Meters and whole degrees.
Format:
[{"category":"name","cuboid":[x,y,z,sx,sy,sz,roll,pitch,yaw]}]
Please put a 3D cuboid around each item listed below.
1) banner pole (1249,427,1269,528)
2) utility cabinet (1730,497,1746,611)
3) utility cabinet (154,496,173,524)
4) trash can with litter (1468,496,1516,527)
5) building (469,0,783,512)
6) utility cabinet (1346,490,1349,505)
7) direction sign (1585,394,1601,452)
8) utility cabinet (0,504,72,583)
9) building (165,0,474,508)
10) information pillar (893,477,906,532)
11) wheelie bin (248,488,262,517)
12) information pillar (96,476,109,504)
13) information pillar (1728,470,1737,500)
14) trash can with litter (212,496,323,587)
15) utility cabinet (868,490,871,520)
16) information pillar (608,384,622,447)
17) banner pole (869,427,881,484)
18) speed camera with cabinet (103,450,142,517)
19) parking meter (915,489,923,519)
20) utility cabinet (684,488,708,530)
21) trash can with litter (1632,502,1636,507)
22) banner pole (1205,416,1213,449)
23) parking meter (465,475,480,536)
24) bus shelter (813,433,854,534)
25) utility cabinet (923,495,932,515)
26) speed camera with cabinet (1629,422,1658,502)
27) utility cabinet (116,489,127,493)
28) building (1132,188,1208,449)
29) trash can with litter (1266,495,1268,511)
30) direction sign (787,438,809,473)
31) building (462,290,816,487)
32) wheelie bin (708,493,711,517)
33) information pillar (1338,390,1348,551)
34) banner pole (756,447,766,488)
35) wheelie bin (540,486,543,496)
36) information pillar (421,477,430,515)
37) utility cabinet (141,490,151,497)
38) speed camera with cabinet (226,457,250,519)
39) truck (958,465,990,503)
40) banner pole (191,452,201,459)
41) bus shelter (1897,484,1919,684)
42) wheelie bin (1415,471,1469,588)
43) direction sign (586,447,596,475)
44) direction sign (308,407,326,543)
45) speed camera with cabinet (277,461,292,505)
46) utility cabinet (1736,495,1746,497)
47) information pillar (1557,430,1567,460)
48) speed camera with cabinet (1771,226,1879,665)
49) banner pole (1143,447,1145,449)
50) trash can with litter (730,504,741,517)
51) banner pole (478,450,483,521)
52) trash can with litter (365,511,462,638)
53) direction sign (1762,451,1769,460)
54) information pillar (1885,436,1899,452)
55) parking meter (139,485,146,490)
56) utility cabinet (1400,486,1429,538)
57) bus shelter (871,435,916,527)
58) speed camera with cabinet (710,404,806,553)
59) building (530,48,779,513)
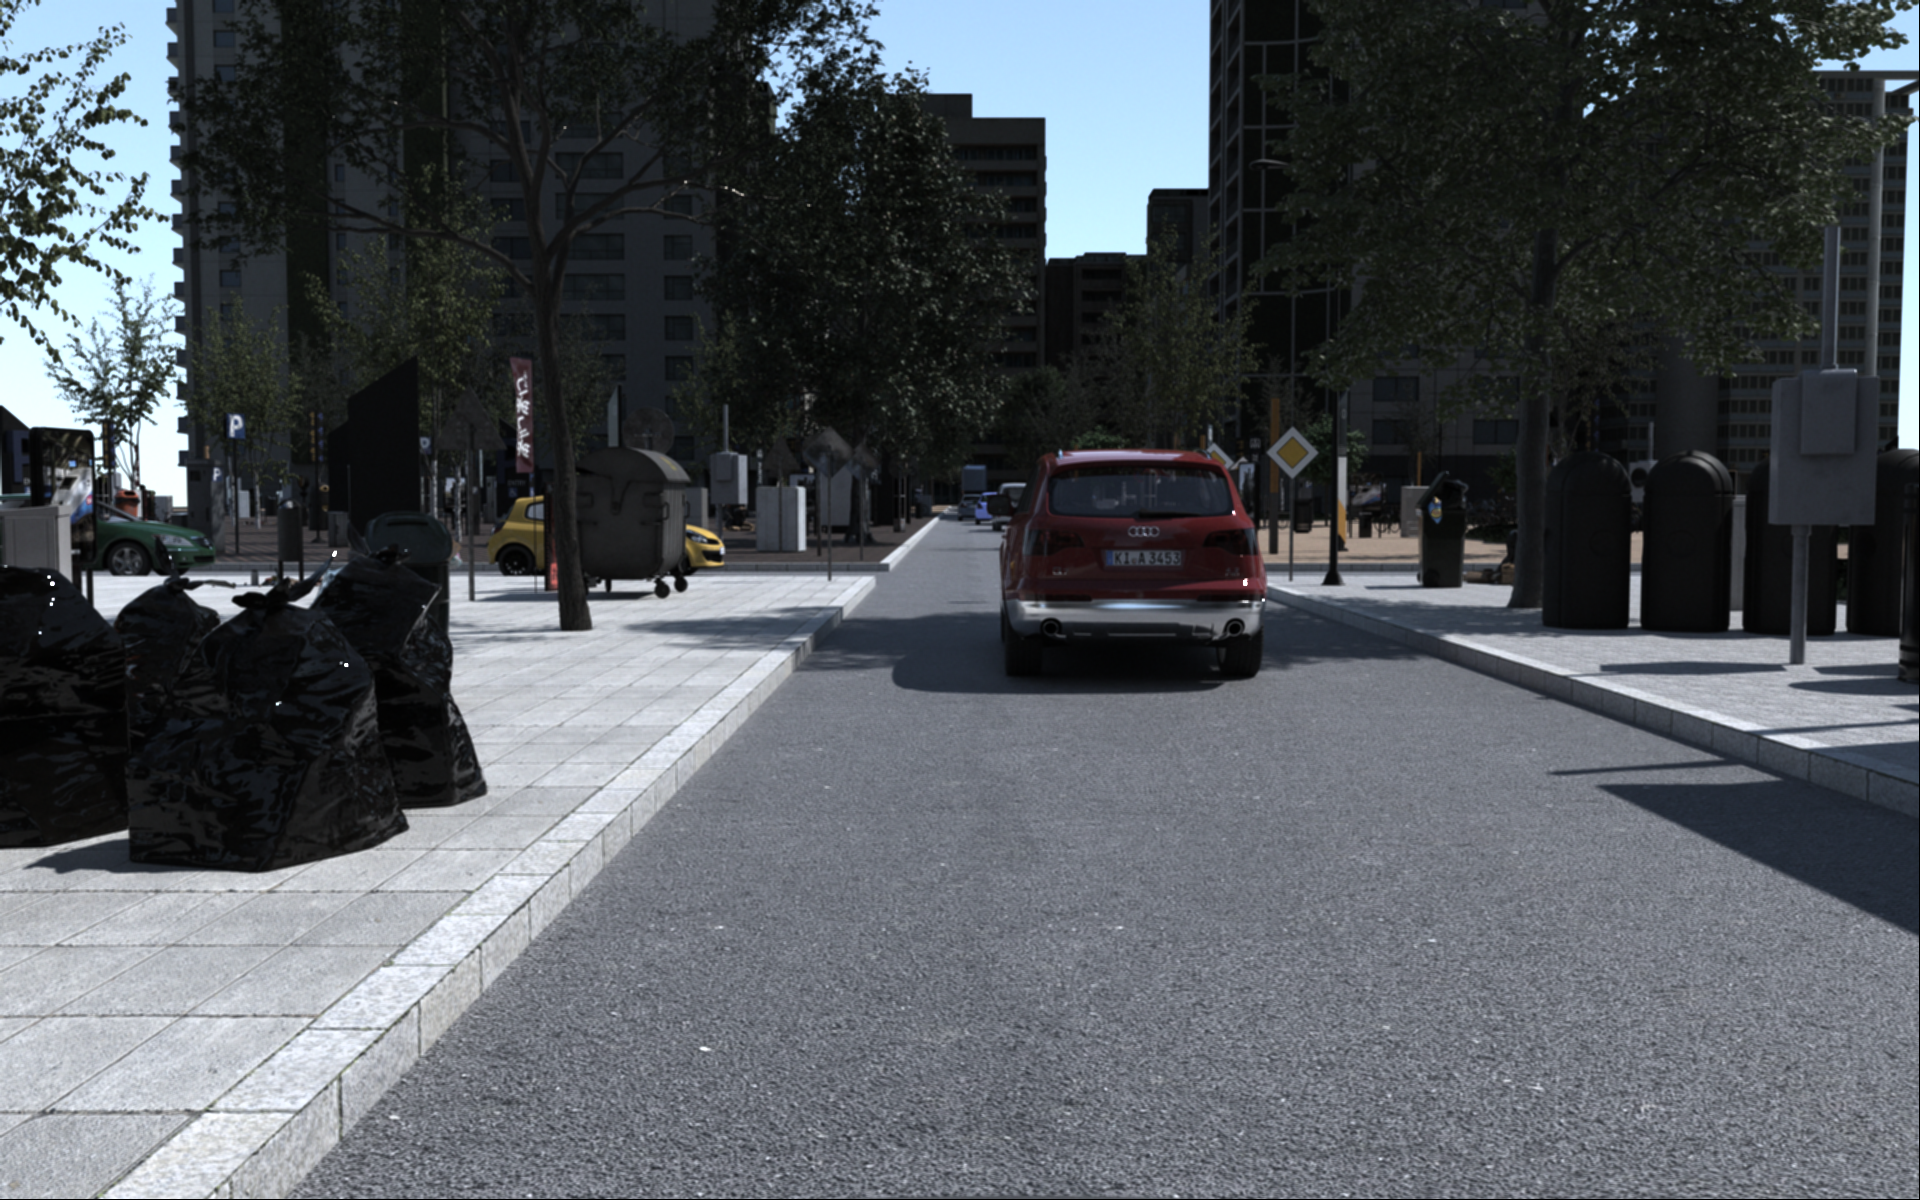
[{"category":"banner pole","cuboid":[11.250,-4.594,65.131,0.863,3.779,0.401,1,4,20]},{"category":"utility cabinet","cuboid":[8.874,-0.496,19.266,1.020,1.237,0.306,-1,4,-19]},{"category":"utility cabinet","cuboid":[-34.734,-3.937,75.538,1.020,1.237,0.306,3,4,36]},{"category":"trash can with litter","cuboid":[20.783,-3.409,66.797,2.233,1.210,1.678,2,4,25]},{"category":"building","cuboid":[-24.371,-42.440,132.138,20.563,71.187,20.611,0,4,0]},{"category":"utility cabinet","cuboid":[21.232,-5.224,94.092,0.318,1.500,1.173,-1,4,-22]},{"category":"direction sign","cuboid":[14.440,-2.910,39.582,0.379,3.537,0.876,0,4,1]},{"category":"utility cabinet","cuboid":[-5.362,0.066,10.084,0.306,1.237,1.020,-2,4,-24]},{"category":"building","cuboid":[-57.240,-37.947,162.435,28.212,58.520,21.231,0,4,0]},{"category":"information pillar","cuboid":[-2.039,-3.291,58.306,0.304,2.012,0.304,-3,5,-41]},{"category":"wheelie bin","cuboid":[-39.636,-5.466,97.277,0.693,1.594,0.980,2,4,24]},{"category":"information pillar","cuboid":[-35.183,-4.077,71.147,0.304,2.012,0.304,1,4,18]},{"category":"information pillar","cuboid":[23.792,-3.002,53.579,0.304,2.012,0.304,0,4,0]},{"category":"trash can with litter","cuboid":[-9.183,-0.797,24.082,2.233,1.210,1.678,3,4,36]},{"category":"utility cabinet","cuboid":[-3.931,-4.560,83.228,0.318,1.500,1.173,-3,5,-42]},{"category":"information pillar","cuboid":[-7.372,-2.797,37.089,0.183,3.616,0.504,-3,4,-38]},{"category":"banner pole","cuboid":[-2.832,-3.960,54.758,0.863,3.779,0.401,-2,4,-35]},{"category":"speed camera with cabinet","cuboid":[-35.360,-4.811,72.996,0.660,3.252,2.038,0,4,7]},{"category":"parking meter","cuboid":[-2.140,-5.014,90.388,0.372,1.533,0.369,0,3,0]},{"category":"utility cabinet","cuboid":[-9.342,-3.189,60.822,1.173,1.500,0.318,3,5,41]},{"category":"trash can with litter","cuboid":[42.036,-5.926,108.277,0.624,1.170,1.055,2,4,27]},{"category":"banner pole","cuboid":[7.876,-3.966,54.861,0.401,3.779,0.863,2,4,24]},{"category":"parking meter","cuboid":[-15.086,-2.929,53.603,0.255,1.863,0.399,2,4,30]},{"category":"bus shelter","cuboid":[-3.995,-3.965,58.759,2.014,3.302,5.546,0,3,0]},{"category":"utility cabinet","cuboid":[-2.262,-5.905,107.716,1.020,1.237,0.306,2,4,26]},{"category":"speed camera with cabinet","cuboid":[18.494,-3.296,48.220,0.660,3.252,2.038,-2,4,-31]},{"category":"utility cabinet","cuboid":[-34.028,-3.770,70.311,0.318,1.500,1.173,-1,4,-20]},{"category":"building","cuboid":[24.640,-24.120,166.057,14.160,30.474,14.107,0,4,0]},{"category":"trash can with litter","cuboid":[16.699,-5.128,94.892,1.678,1.210,2.233,0,4,4]},{"category":"direction sign","cuboid":[-6.517,-4.753,69.708,0.876,3.537,0.379,0,4,-1]},{"category":"building","cuboid":[-27.652,-19.295,160.506,28.899,21.520,27.650,0,4,0]},{"category":"wheelie bin","cuboid":[-14.418,-5.464,97.241,0.980,1.594,0.693,-3,4,-38]},{"category":"information pillar","cuboid":[8.484,-2.895,38.694,0.183,3.616,0.504,3,5,45]},{"category":"banner pole","cuboid":[-9.353,-5.620,81.901,0.401,3.779,0.863,2,4,33]},{"category":"wheelie bin","cuboid":[-16.082,-3.676,68.012,0.980,1.594,0.693,-2,4,-26]},{"category":"information pillar","cuboid":[-22.945,-4.278,74.432,0.304,2.012,0.304,-2,4,-30]},{"category":"utility cabinet","cuboid":[-40.644,-4.733,86.069,1.173,1.500,0.318,3,4,36]},{"category":"speed camera with cabinet","cuboid":[-38.211,-5.952,91.658,0.660,3.252,2.038,-3,4,-39]},{"category":"truck","cuboid":[1.226,-10.098,154.866,2.967,4.110,18.799,0,4,1]},{"category":"banner pole","cuboid":[-45.022,-6.856,102.113,0.401,3.779,0.863,2,4,27]},{"category":"bus shelter","cuboid":[6.608,-1.839,7.693,2.179,5.291,8.768,0,4,0]},{"category":"wheelie bin","cuboid":[6.681,-0.984,23.990,0.693,1.594,0.980,1,4,8]},{"category":"direction sign","cuboid":[-17.759,-5.585,83.307,0.379,3.537,0.876,-3,5,-41]},{"category":"direction sign","cuboid":[-16.992,-3.288,45.759,0.379,3.537,0.876,0,4,3]},{"category":"speed camera with cabinet","cuboid":[-40.995,-6.769,105.006,0.660,3.252,2.038,-2,4,-30]},{"category":"utility cabinet","cuboid":[34.469,-4.016,76.821,1.020,1.237,0.306,-1,4,-21]},{"category":"information pillar","cuboid":[21.944,-4.399,63.272,0.504,3.616,0.183,-2,4,-34]},{"category":"speed camera with cabinet","cuboid":[7.171,-1.134,12.877,2.038,3.252,0.660,1,4,19]},{"category":"banner pole","cuboid":[9.913,-6.214,91.620,0.863,3.779,0.401,-2,4,-31]},{"category":"trash can with litter","cuboid":[-11.969,-4.972,92.671,0.624,1.170,1.055,1,4,14]},{"category":"banner pole","cuboid":[-22.563,-5.595,81.492,0.401,3.779,0.863,-2,4,-30]},{"category":"trash can with litter","cuboid":[-3.371,0.033,10.848,0.624,1.170,1.055,-2,4,-24]},{"category":"direction sign","cuboid":[42.203,-6.007,90.207,0.876,3.537,0.379,1,4,19]},{"category":"information pillar","cuboid":[37.178,-4.758,69.153,0.504,3.616,0.183,2,4,27]},{"category":"parking meter","cuboid":[-50.677,-6.220,107.406,0.255,1.863,0.399,0,4,-5]},{"category":"utility cabinet","cuboid":[13.456,-2.563,50.589,1.173,1.500,0.318,-1,4,-23]},{"category":"bus shelter","cuboid":[-2.634,-4.864,70.806,1.731,3.624,6.357,0,4,0]},{"category":"speed camera with cabinet","cuboid":[-4.455,-2.686,38.259,2.038,3.252,0.660,1,4,14]},{"category":"building","cuboid":[-19.921,-21.061,116.043,14.160,30.474,14.107,0,4,0]}]
